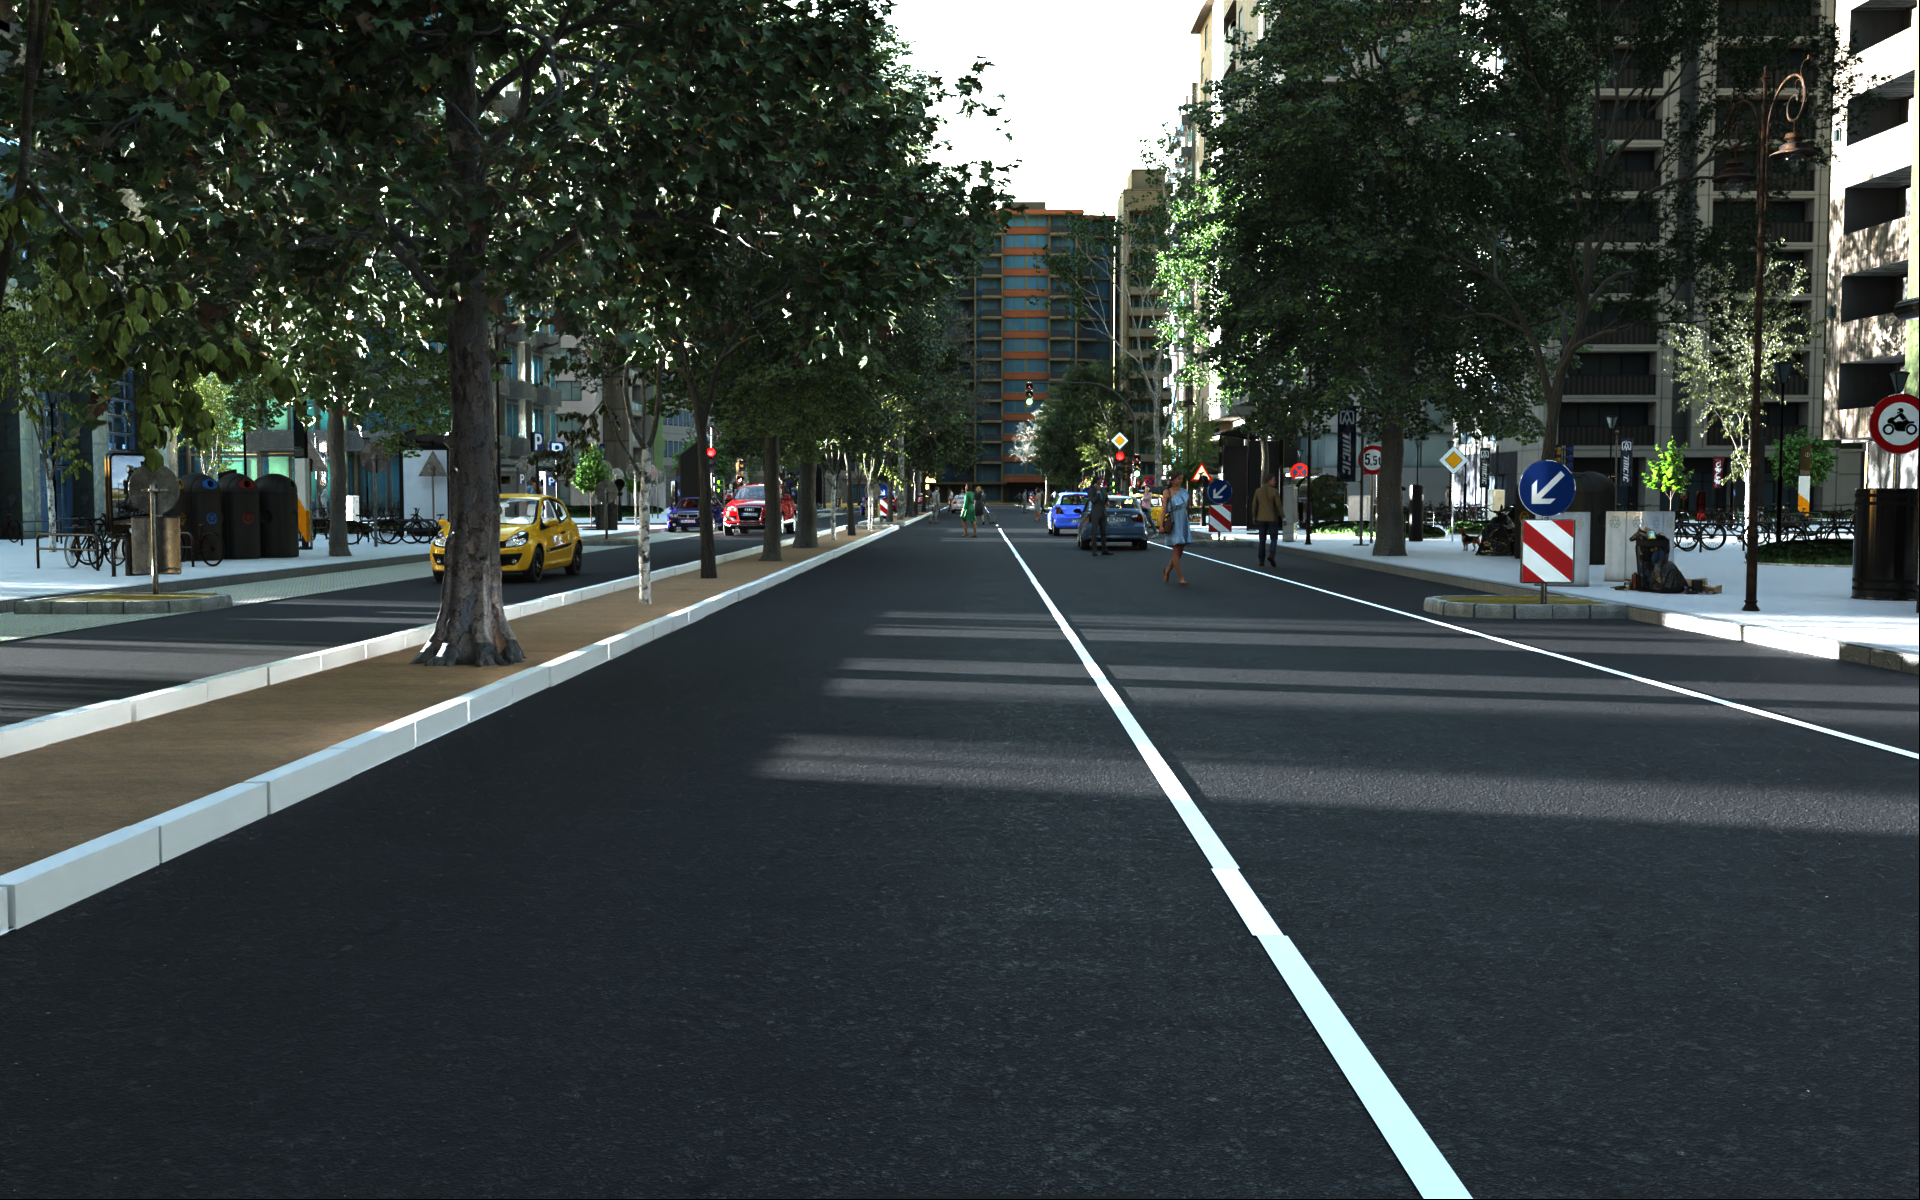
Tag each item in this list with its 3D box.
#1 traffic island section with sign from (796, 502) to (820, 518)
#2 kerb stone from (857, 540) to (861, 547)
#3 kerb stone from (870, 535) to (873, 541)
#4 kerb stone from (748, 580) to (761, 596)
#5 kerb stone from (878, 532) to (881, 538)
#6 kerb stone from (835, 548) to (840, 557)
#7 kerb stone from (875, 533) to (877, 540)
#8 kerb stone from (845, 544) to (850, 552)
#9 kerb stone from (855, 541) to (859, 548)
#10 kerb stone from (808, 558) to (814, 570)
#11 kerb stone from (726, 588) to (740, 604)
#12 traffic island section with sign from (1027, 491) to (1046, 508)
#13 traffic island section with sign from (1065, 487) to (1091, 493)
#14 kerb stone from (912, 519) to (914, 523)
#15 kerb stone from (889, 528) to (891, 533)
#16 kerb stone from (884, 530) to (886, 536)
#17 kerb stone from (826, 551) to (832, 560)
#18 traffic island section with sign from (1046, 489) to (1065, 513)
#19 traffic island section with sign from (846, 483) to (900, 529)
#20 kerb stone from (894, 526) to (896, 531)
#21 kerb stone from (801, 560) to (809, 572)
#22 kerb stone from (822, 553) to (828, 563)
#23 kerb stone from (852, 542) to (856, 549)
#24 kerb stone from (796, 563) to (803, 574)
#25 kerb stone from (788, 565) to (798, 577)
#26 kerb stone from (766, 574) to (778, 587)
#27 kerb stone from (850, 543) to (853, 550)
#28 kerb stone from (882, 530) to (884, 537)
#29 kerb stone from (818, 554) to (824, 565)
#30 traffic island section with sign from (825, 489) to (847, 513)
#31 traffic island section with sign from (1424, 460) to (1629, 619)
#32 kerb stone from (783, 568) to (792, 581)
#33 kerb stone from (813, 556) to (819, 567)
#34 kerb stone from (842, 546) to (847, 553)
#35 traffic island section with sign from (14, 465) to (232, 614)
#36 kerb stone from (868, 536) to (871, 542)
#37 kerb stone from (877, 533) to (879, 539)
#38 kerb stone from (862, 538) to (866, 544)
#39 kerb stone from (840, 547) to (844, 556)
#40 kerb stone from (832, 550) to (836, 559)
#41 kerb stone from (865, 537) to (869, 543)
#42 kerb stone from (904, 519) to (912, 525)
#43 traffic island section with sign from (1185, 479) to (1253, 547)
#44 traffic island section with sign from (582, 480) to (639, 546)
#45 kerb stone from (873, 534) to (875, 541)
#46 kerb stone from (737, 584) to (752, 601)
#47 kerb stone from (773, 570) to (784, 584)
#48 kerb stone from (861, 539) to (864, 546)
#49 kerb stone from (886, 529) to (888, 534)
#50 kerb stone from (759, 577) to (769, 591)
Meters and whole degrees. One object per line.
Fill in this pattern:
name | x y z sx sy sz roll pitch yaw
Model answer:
traffic island section with sign | -9.443 -5.836 104.038 1.989 1.847 2.006 0 4 1
kerb stone | -2.794 -1.461 46.135 0.120 0.150 1.000 0 4 1
kerb stone | -2.741 -1.777 51.263 0.120 0.150 1.000 0 4 1
kerb stone | -2.984 -0.148 24.623 0.120 0.150 1.000 0 4 1
kerb stone | -2.701 -2.029 55.368 0.120 0.150 1.000 0 4 1
kerb stone | -2.851 -1.025 38.955 0.120 0.150 1.000 0 4 1
kerb stone | -2.716 -1.904 53.323 0.120 0.150 1.000 0 4 1
kerb stone | -2.831 -1.210 42.030 0.120 0.150 1.000 0 4 1
kerb stone | -2.797 -1.401 45.101 0.120 0.150 1.000 0 4 1
kerb stone | -2.916 -0.650 32.821 0.120 0.150 1.000 0 4 1
kerb stone | -3.024 -0.023 22.577 0.120 0.150 1.000 0 4 1
traffic island section with sign | 8.193 -10.522 180.664 1.989 1.847 2.006 0 4 1
traffic island section with sign | 7.460 -5.792 103.325 1.989 1.847 2.006 0 4 1
kerb stone | -2.443 -3.756 83.601 0.120 0.150 1.000 0 4 1
kerb stone | -2.642 -2.405 61.515 0.120 0.150 1.000 0 4 1
kerb stone | -2.675 -2.215 58.441 0.120 0.150 1.000 0 4 1
kerb stone | -2.880 -0.900 36.909 0.120 0.150 1.000 0 4 1
traffic island section with sign | 7.721 -7.440 130.279 1.989 1.847 2.006 0 4 1
traffic island section with sign | -3.605 -3.828 70.719 2.006 1.907 1.989 0 4 1
kerb stone | -2.606 -2.651 65.606 0.120 0.150 1.000 0 4 1
kerb stone | -2.925 -0.587 31.796 0.120 0.150 1.000 0 4 1
kerb stone | -2.886 -0.837 35.887 0.120 0.150 1.000 0 4 1
kerb stone | -2.819 -1.338 44.078 0.120 0.150 1.000 0 4 1
kerb stone | -2.942 -0.524 30.762 0.120 0.150 1.000 0 4 1
kerb stone | -2.943 -0.461 29.740 0.120 0.150 1.000 0 4 1
kerb stone | -2.966 -0.270 26.675 0.120 0.150 1.000 0 4 1
kerb stone | -2.820 -1.276 43.052 0.120 0.150 1.000 0 4 1
kerb stone | -2.682 -2.154 57.419 0.120 0.150 1.000 0 4 1
kerb stone | -2.900 -0.775 34.865 0.120 0.150 1.000 0 4 1
traffic island section with sign | -9.195 -7.508 131.378 1.989 1.847 2.006 0 4 1
traffic island section with sign | 6.697 -0.746 20.830 1.989 1.847 2.006 0 4 1
kerb stone | -2.948 -0.396 28.718 0.120 0.150 1.000 0 4 1
kerb stone | -2.908 -0.711 33.843 0.120 0.150 1.000 0 4 1
kerb stone | -2.837 -1.148 41.007 0.120 0.150 1.000 0 4 1
traffic island section with sign | -10.221 -0.785 21.458 1.989 1.847 2.006 0 4 1
kerb stone | -2.754 -1.715 50.241 0.120 0.150 1.000 0 4 1
kerb stone | -2.711 -1.966 54.346 0.120 0.150 1.000 0 4 1
kerb stone | -2.773 -1.590 48.186 0.120 0.150 1.000 0 4 1
kerb stone | -2.844 -1.088 39.980 0.120 0.150 1.000 0 4 1
kerb stone | -2.877 -0.962 37.931 0.120 0.150 1.000 0 4 1
kerb stone | -2.759 -1.644 49.217 0.120 0.150 1.000 0 4 1
kerb stone | -2.458 -3.631 81.554 0.120 0.150 1.000 0 4 1
traffic island section with sign | 6.954 -2.395 47.784 1.989 1.847 2.006 0 4 1
traffic island section with sign | -9.973 -2.445 48.604 1.989 1.847 2.006 0 4 1
kerb stone | -2.735 -1.838 52.296 0.120 0.150 1.000 0 4 1
kerb stone | -2.999 -0.086 23.601 0.120 0.150 1.000 0 4 1
kerb stone | -2.965 -0.336 27.696 0.120 0.150 1.000 0 4 1
kerb stone | -2.780 -1.527 47.156 0.120 0.150 1.000 0 4 1
kerb stone | -2.656 -2.277 59.471 0.120 0.150 1.000 0 4 1
kerb stone | -2.982 -0.201 25.646 0.120 0.150 1.000 0 4 1
